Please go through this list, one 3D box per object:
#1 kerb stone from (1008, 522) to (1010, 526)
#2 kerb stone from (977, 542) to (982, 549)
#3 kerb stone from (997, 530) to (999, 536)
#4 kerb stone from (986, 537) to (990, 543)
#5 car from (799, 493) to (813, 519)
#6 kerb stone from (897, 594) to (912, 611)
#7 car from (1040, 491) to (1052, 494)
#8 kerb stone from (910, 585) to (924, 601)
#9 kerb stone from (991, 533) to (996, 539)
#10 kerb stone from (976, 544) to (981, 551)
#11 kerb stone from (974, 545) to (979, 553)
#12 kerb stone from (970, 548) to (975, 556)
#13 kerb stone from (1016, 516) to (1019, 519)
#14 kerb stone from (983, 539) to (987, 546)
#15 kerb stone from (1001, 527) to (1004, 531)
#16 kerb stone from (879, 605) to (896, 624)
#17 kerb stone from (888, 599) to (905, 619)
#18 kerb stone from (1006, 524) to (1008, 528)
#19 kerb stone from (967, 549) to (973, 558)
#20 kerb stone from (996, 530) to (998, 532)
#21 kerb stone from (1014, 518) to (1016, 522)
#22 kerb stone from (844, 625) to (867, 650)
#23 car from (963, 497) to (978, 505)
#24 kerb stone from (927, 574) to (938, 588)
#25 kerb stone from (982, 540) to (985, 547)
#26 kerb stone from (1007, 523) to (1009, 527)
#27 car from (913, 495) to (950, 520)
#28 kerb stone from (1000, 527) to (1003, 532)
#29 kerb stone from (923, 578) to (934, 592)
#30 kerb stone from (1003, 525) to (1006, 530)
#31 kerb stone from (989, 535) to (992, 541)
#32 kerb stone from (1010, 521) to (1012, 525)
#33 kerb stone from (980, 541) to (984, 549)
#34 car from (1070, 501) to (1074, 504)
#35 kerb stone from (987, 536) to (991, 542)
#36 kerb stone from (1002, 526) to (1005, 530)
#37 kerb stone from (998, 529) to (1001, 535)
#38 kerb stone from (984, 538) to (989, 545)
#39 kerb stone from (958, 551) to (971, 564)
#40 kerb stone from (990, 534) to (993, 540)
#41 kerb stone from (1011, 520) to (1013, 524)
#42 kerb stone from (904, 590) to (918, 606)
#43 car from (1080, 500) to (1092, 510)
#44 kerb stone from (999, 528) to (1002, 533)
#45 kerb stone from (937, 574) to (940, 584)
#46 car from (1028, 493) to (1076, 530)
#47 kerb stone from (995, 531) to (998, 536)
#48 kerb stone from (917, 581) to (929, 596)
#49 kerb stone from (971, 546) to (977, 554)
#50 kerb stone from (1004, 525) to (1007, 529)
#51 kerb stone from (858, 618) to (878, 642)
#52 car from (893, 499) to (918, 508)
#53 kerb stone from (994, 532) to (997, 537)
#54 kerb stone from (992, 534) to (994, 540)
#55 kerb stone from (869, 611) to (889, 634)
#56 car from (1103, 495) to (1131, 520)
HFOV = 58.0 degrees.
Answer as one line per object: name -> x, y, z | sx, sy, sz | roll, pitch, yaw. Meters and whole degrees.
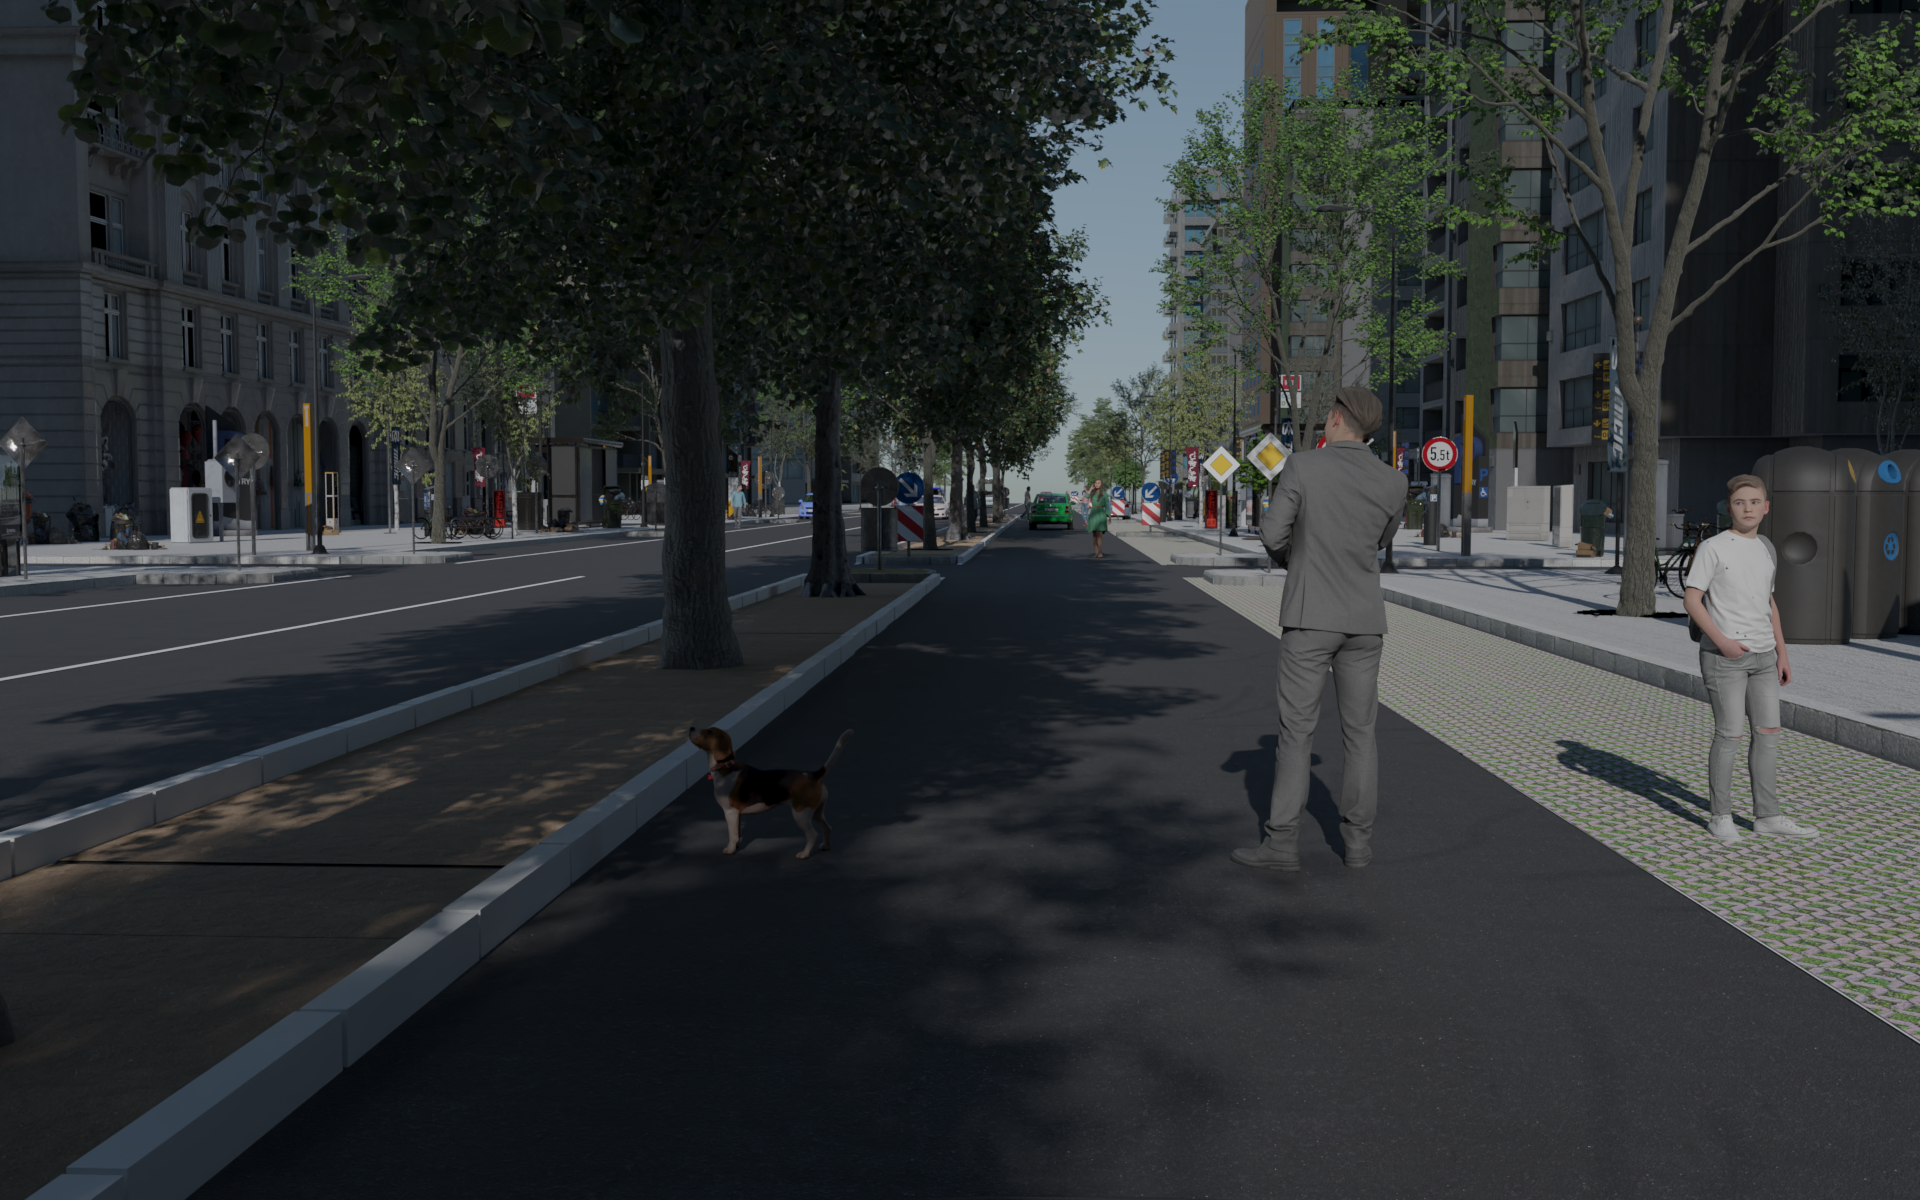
kerb stone -> 1.943, -3.100, 72.959 | 0.120, 0.150, 1.000 | 0, 4, 3
kerb stone -> 0.419, -1.290, 43.283 | 0.120, 0.150, 1.000 | 0, 4, 3
kerb stone -> 1.152, -2.158, 57.602 | 0.120, 0.150, 1.000 | 0, 4, 3
kerb stone -> 0.682, -1.599, 48.409 | 0.120, 0.150, 1.000 | 0, 4, 3
car -> -8.211, -5.480, 99.187 | 1.945, 1.707, 3.694 | 0, 4, 3
kerb stone -> -0.722, 0.061, 21.202 | 0.120, 0.150, 1.000 | 0, 4, 3
car -> 11.569, -13.717, 232.939 | 2.281, 1.827, 5.304 | 0, 4, 4
kerb stone -> -0.613, -0.065, 23.252 | 0.120, 0.150, 1.000 | 0, 4, 3
kerb stone -> 0.944, -1.915, 53.513 | 0.120, 0.150, 1.000 | 0, 4, 3
kerb stone -> 0.365, -1.223, 42.259 | 0.120, 0.150, 1.000 | 0, 4, 3
kerb stone -> 0.310, -1.164, 41.224 | 0.120, 0.150, 1.000 | 0, 4, 3
kerb stone -> 0.210, -1.034, 39.173 | 0.120, 0.150, 1.000 | 0, 4, 3
kerb stone -> 2.891, -4.231, 91.369 | 0.120, 0.150, 1.000 | 0, 4, 3
kerb stone -> 0.568, -1.478, 46.358 | 0.120, 0.150, 1.000 | 0, 4, 3
kerb stone -> 1.420, -2.473, 62.734 | 0.120, 0.150, 1.000 | 0, 4, 3
kerb stone -> -0.835, 0.187, 19.155 | 0.120, 0.150, 1.000 | 0, 4, 3
kerb stone -> -0.773, 0.123, 20.181 | 0.120, 0.150, 1.000 | 0, 4, 3
kerb stone -> 1.728, -2.855, 68.877 | 0.120, 0.150, 1.000 | 0, 4, 3
kerb stone -> 0.156, -0.975, 38.140 | 0.120, 0.150, 1.000 | 0, 4, 3
kerb stone -> 1.096, -2.103, 56.577 | 0.120, 0.150, 1.000 | 0, 4, 3
kerb stone -> 2.518, -3.793, 84.204 | 0.120, 0.150, 1.000 | 0, 4, 3
kerb stone -> -0.997, 0.373, 16.092 | 0.120, 0.150, 1.000 | 0, 4, 3
car -> 1.447, -13.165, 225.037 | 2.009, 1.686, 4.222 | 0, 4, 4
kerb stone -> -0.462, -0.252, 26.321 | 0.120, 0.150, 1.000 | 0, 4, 3
kerb stone -> 0.521, -1.415, 45.330 | 0.120, 0.150, 1.000 | 0, 4, 3
kerb stone -> 1.836, -2.980, 70.918 | 0.120, 0.150, 1.000 | 0, 4, 3
car -> -1.609, -5.238, 98.000 | 2.083, 1.381, 4.827 | 0, 4, 2
kerb stone -> 1.363, -2.417, 61.713 | 0.120, 0.150, 1.000 | 0, 4, 3
kerb stone -> -0.513, -0.182, 25.301 | 0.120, 0.150, 1.000 | 0, 4, 3
kerb stone -> 1.576, -2.665, 65.811 | 0.120, 0.150, 1.000 | 0, 4, 3
kerb stone -> 0.778, -1.728, 50.451 | 0.120, 0.150, 1.000 | 0, 4, 3
kerb stone -> 2.099, -3.292, 76.027 | 0.120, 0.150, 1.000 | 0, 4, 3
kerb stone -> 0.469, -1.352, 44.303 | 0.120, 0.150, 1.000 | 0, 4, 3
car -> 5.285, -5.238, 95.428 | 2.009, 1.686, 4.222 | 0, 4, 4
kerb stone -> 0.733, -1.666, 49.429 | 0.120, 0.150, 1.000 | 0, 4, 3
kerb stone -> 1.475, -2.540, 63.770 | 0.120, 0.150, 1.000 | 0, 4, 3
kerb stone -> 1.214, -2.225, 58.635 | 0.120, 0.150, 1.000 | 0, 4, 3
kerb stone -> 0.635, -1.536, 47.378 | 0.120, 0.150, 1.000 | 0, 4, 3
kerb stone -> 0.098, -0.910, 37.115 | 0.120, 0.150, 1.000 | 0, 4, 3
kerb stone -> 0.836, -1.791, 51.472 | 0.120, 0.150, 1.000 | 0, 4, 3
kerb stone -> 2.201, -3.418, 78.072 | 0.120, 0.150, 1.000 | 0, 4, 3
kerb stone -> -0.667, 0.001, 22.223 | 0.120, 0.150, 1.000 | 0, 4, 3
car -> 10.847, -7.962, 142.759 | 1.945, 1.354, 3.894 | 0, 4, 3
kerb stone -> 1.315, -2.354, 60.680 | 0.120, 0.150, 1.000 | 0, 4, 3
kerb stone -> -0.406, -0.315, 27.342 | 0.120, 0.150, 1.000 | 0, 4, 3
car -> 3.732, -3.771, 70.451 | 1.959, 1.807, 4.718 | 0, 4, 4
kerb stone -> 1.049, -2.037, 55.556 | 0.120, 0.150, 1.000 | 0, 4, 3
kerb stone -> -0.570, -0.127, 24.274 | 0.120, 0.150, 1.000 | 0, 4, 3
kerb stone -> 0.256, -1.101, 40.202 | 0.120, 0.150, 1.000 | 0, 4, 3
kerb stone -> 1.632, -2.730, 66.831 | 0.120, 0.150, 1.000 | 0, 4, 3
kerb stone -> -0.940, 0.311, 17.113 | 0.120, 0.150, 1.000 | 0, 4, 3
car -> -3.774, -7.042, 124.173 | 2.155, 1.783, 4.494 | 0, 4, 2
kerb stone -> 0.997, -1.978, 54.535 | 0.120, 0.150, 1.000 | 0, 4, 3
kerb stone -> 0.890, -1.849, 52.493 | 0.120, 0.150, 1.000 | 0, 4, 3
kerb stone -> -0.877, 0.248, 18.133 | 0.120, 0.150, 1.000 | 0, 4, 3
car -> 8.286, -5.007, 93.875 | 2.014, 1.417, 4.499 | 0, 4, 1
